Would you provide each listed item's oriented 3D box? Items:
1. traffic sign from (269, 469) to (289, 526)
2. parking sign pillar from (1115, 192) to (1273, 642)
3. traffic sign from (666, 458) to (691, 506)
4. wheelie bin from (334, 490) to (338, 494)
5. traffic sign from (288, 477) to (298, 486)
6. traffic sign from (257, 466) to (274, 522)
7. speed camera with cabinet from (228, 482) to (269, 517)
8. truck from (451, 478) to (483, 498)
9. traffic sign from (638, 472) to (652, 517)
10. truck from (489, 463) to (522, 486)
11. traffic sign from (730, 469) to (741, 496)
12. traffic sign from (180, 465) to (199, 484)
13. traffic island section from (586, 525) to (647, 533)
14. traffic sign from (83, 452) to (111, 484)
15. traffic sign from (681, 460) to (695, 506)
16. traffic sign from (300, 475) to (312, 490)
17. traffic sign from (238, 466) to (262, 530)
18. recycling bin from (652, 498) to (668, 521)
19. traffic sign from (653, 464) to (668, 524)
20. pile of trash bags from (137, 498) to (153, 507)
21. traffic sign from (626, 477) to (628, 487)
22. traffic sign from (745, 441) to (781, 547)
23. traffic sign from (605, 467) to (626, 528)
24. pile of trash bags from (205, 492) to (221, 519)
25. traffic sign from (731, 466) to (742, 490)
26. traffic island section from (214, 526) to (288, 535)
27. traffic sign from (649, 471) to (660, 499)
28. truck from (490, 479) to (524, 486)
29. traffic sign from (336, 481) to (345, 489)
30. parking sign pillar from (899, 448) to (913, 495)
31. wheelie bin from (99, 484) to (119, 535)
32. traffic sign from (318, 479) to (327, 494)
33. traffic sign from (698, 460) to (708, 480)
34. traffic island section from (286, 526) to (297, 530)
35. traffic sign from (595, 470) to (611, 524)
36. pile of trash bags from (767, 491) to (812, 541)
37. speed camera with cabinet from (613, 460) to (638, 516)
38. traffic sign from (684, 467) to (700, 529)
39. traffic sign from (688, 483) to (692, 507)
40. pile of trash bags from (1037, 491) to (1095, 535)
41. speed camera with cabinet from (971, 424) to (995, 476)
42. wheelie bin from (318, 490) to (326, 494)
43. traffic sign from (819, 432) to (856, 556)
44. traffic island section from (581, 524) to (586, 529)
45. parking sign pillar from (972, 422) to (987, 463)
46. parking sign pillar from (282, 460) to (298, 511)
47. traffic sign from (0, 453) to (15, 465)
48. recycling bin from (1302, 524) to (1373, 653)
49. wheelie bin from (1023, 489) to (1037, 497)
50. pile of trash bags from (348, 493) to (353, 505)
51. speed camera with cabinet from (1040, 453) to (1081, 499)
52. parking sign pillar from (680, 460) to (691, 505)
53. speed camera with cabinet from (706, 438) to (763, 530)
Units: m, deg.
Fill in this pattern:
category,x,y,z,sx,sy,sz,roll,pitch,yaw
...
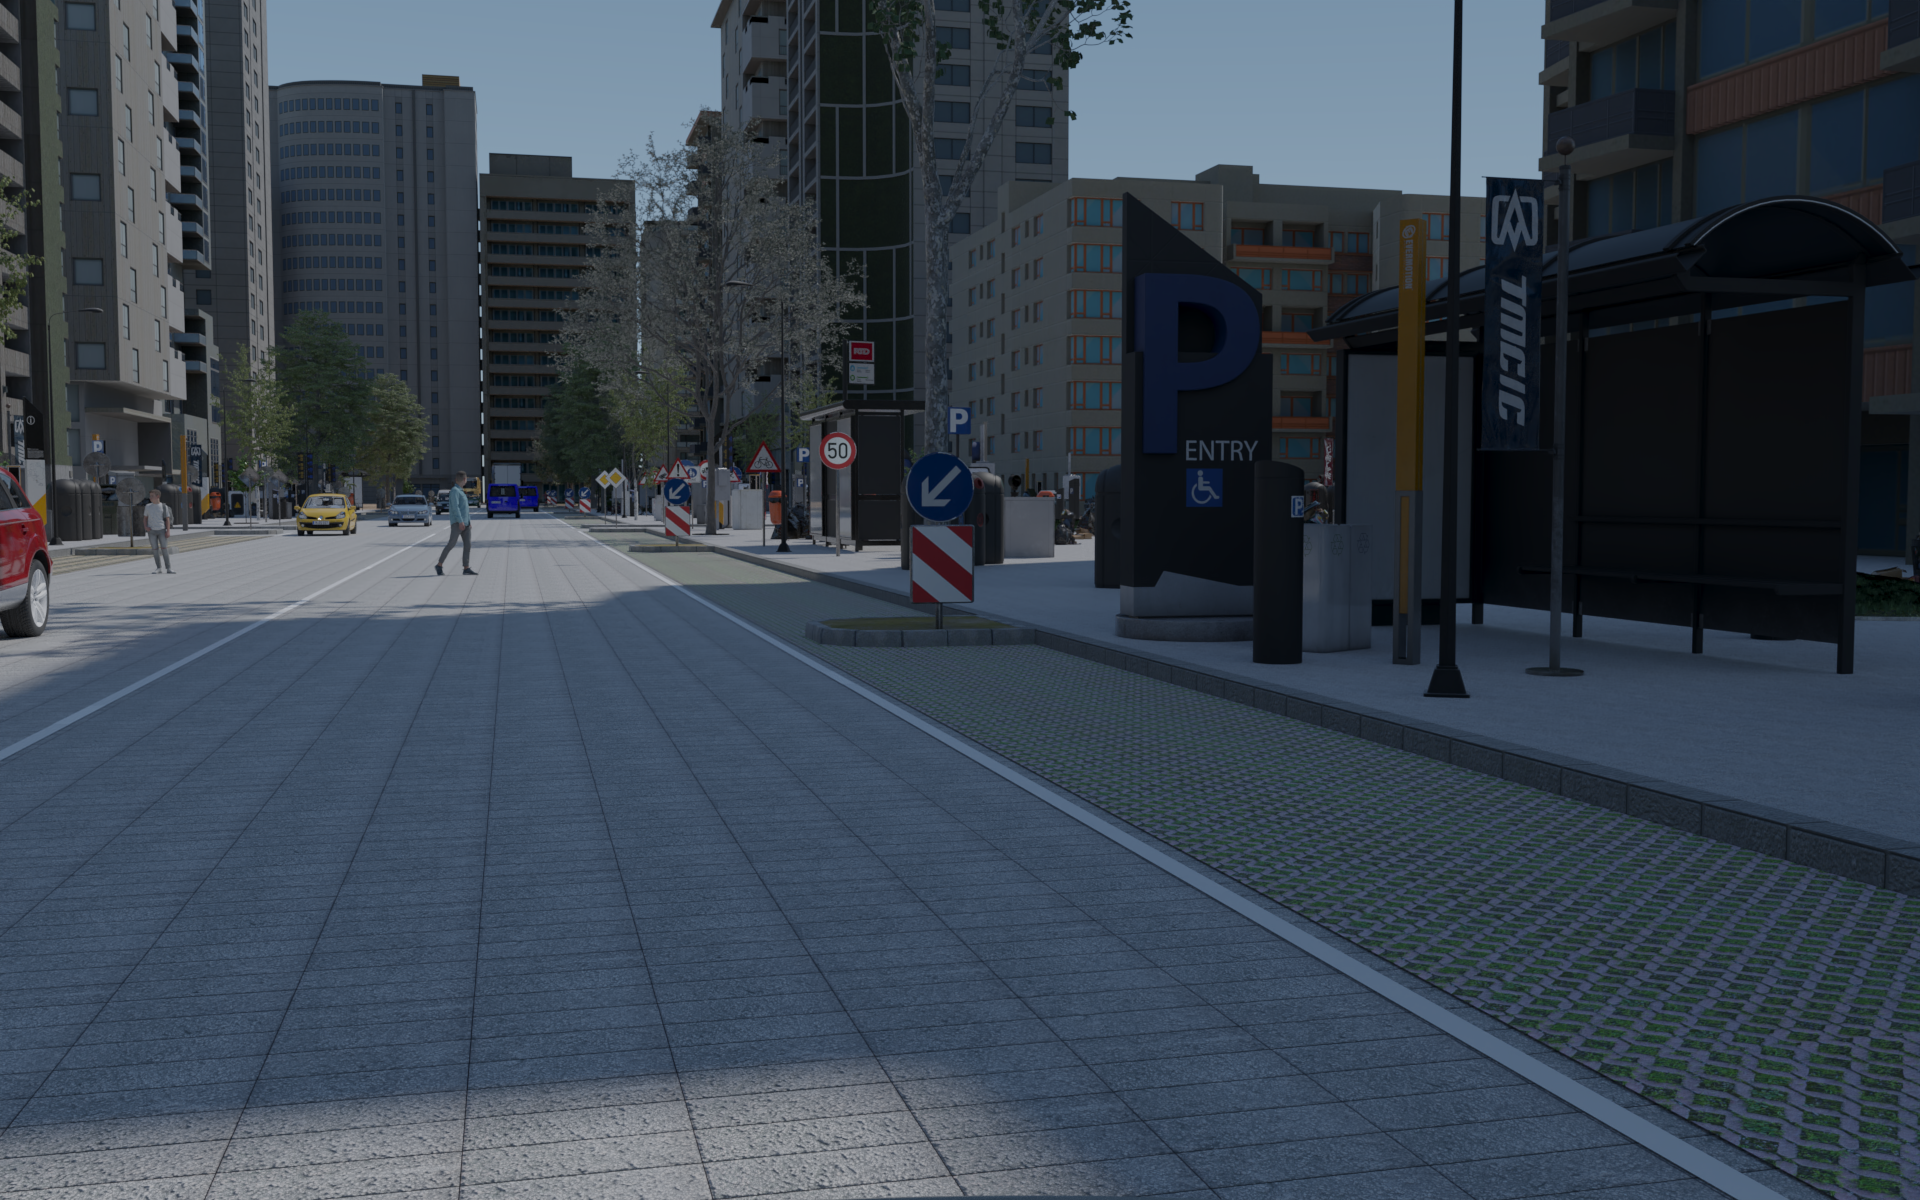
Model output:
category,x,y,z,sx,sy,sz,roll,pitch,yaw
traffic sign,-27.472,-4.053,69.903,0.795,2.450,0.064,-1,4,-14
parking sign pillar,2.131,-1.659,15.599,1.447,3.967,1.447,-1,4,-12
traffic sign,-10.028,-3.772,61.676,0.884,2.594,0.081,0,4,-7
wheelie bin,-43.772,-6.992,122.233,0.693,1.594,0.980,2,4,34
traffic sign,-49.561,-7.867,128.729,0.768,2.556,0.104,-1,4,-9
traffic sign,-31.526,-4.802,78.624,0.768,2.556,0.104,-1,4,-12
speed camera with cabinet,-39.322,-6.201,95.721,2.038,3.252,0.660,-1,4,-18
truck,-57.967,-12.737,204.166,3.469,3.379,9.791,-1,4,-14
traffic sign,-17.891,-6.040,98.753,0.884,2.594,0.081,0,4,-7
truck,-42.470,-10.588,162.030,2.839,4.237,11.283,-1,4,-16
traffic sign,-10.143,-4.687,76.638,0.884,2.594,0.081,-1,4,-10
traffic sign,-33.836,-4.647,76.079,0.768,2.556,0.104,0,4,-7
traffic island section,-12.963,-2.640,65.446,2.009,0.180,2.903,-1,4,-14
traffic sign,-25.946,-3.180,52.105,0.768,2.556,0.104,-1,4,-12
traffic sign,-10.164,-3.917,64.150,0.768,2.556,0.104,-1,4,-8
traffic sign,-43.601,-7.056,115.476,0.768,2.556,0.104,-1,4,-12
traffic sign,-25.475,-3.580,62.171,0.795,2.450,0.064,-1,4,-14
recycling bin,-14.192,-4.281,82.545,0.722,1.027,0.722,-1,4,-18
traffic sign,-12.780,-4.565,74.647,0.884,2.594,0.081,-1,4,-13
pile of trash bags,-48.797,-5.750,103.766,3.447,1.369,1.912,0,4,-5
traffic sign,-25.381,-8.027,131.339,0.768,2.556,0.104,-1,4,-11
traffic sign,-4.798,-2.588,42.312,0.884,2.594,0.081,-1,4,-13
traffic sign,-12.984,-3.775,65.364,0.795,2.450,0.064,-1,4,-14
pile of trash bags,-39.300,-4.865,89.294,1.912,1.369,3.447,1,4,12
traffic sign,-10.429,-4.873,79.773,0.768,2.556,0.104,0,4,-6
traffic island section,-25.496,-2.443,62.227,2.009,0.180,2.903,-1,4,-14
traffic sign,-16.437,-5.715,93.547,0.768,2.556,0.104,-1,4,-10
truck,-47.005,-11.218,179.335,3.469,3.379,9.791,-1,4,-13
traffic sign,-48.450,-8.156,135.477,0.606,2.300,0.079,-1,4,-9
parking sign pillar,-2.977,-6.530,95.233,1.447,3.967,1.447,-3,4,-36
wheelie bin,-26.841,-2.851,54.529,0.980,1.594,0.693,-2,4,-34
traffic sign,-49.467,-8.136,134.211,0.795,2.450,0.064,-1,4,-10
traffic sign,-9.330,-3.914,64.096,0.768,2.556,0.104,-1,4,-10
traffic island section,-27.493,-2.916,69.959,2.009,0.180,2.903,-1,4,-14
traffic sign,-14.981,-4.248,73.096,0.795,2.450,0.064,-1,4,-14
pile of trash bags,-4.530,-2.405,49.067,1.912,1.369,3.447,1,4,19
speed camera with cabinet,-19.324,-6.467,100.064,0.660,3.252,2.038,1,4,16
traffic sign,-9.789,-3.743,63.328,0.606,2.300,0.079,-1,4,-9
traffic sign,-15.516,-6.128,100.299,0.768,2.556,0.104,-1,4,-13
pile of trash bags,4.088,-2.724,54.287,3.447,1.369,1.912,0,4,0
speed camera with cabinet,-0.048,-3.349,49.098,2.038,3.252,0.660,0,4,-2
wheelie bin,-49.986,-7.810,135.598,0.980,1.594,0.693,0,4,3
traffic sign,-2.509,-2.169,35.568,0.768,2.556,0.104,0,4,-5
traffic island section,-14.960,-3.113,73.179,2.009,0.180,2.903,-1,4,-14
parking sign pillar,0.739,-4.624,64.079,1.447,3.967,1.447,0,4,7
parking sign pillar,-51.667,-8.852,133.201,1.447,3.967,1.447,-3,5,-44
traffic sign,-29.378,-3.260,53.412,0.768,2.556,0.104,-1,4,-8
recycling bin,2.934,-0.113,14.399,0.722,1.027,0.722,-3,5,-43
wheelie bin,4.002,-5.568,98.947,0.693,1.594,0.980,3,5,43
pile of trash bags,-46.477,-7.274,128.684,1.912,1.369,3.447,2,4,32
speed camera with cabinet,4.778,-5.383,82.340,2.038,3.252,0.660,-2,4,-35
parking sign pillar,-21.603,-9.143,137.964,1.447,3.967,1.447,-1,4,-22
speed camera with cabinet,-8.055,-4.133,61.907,2.038,3.252,0.660,-3,5,-40
